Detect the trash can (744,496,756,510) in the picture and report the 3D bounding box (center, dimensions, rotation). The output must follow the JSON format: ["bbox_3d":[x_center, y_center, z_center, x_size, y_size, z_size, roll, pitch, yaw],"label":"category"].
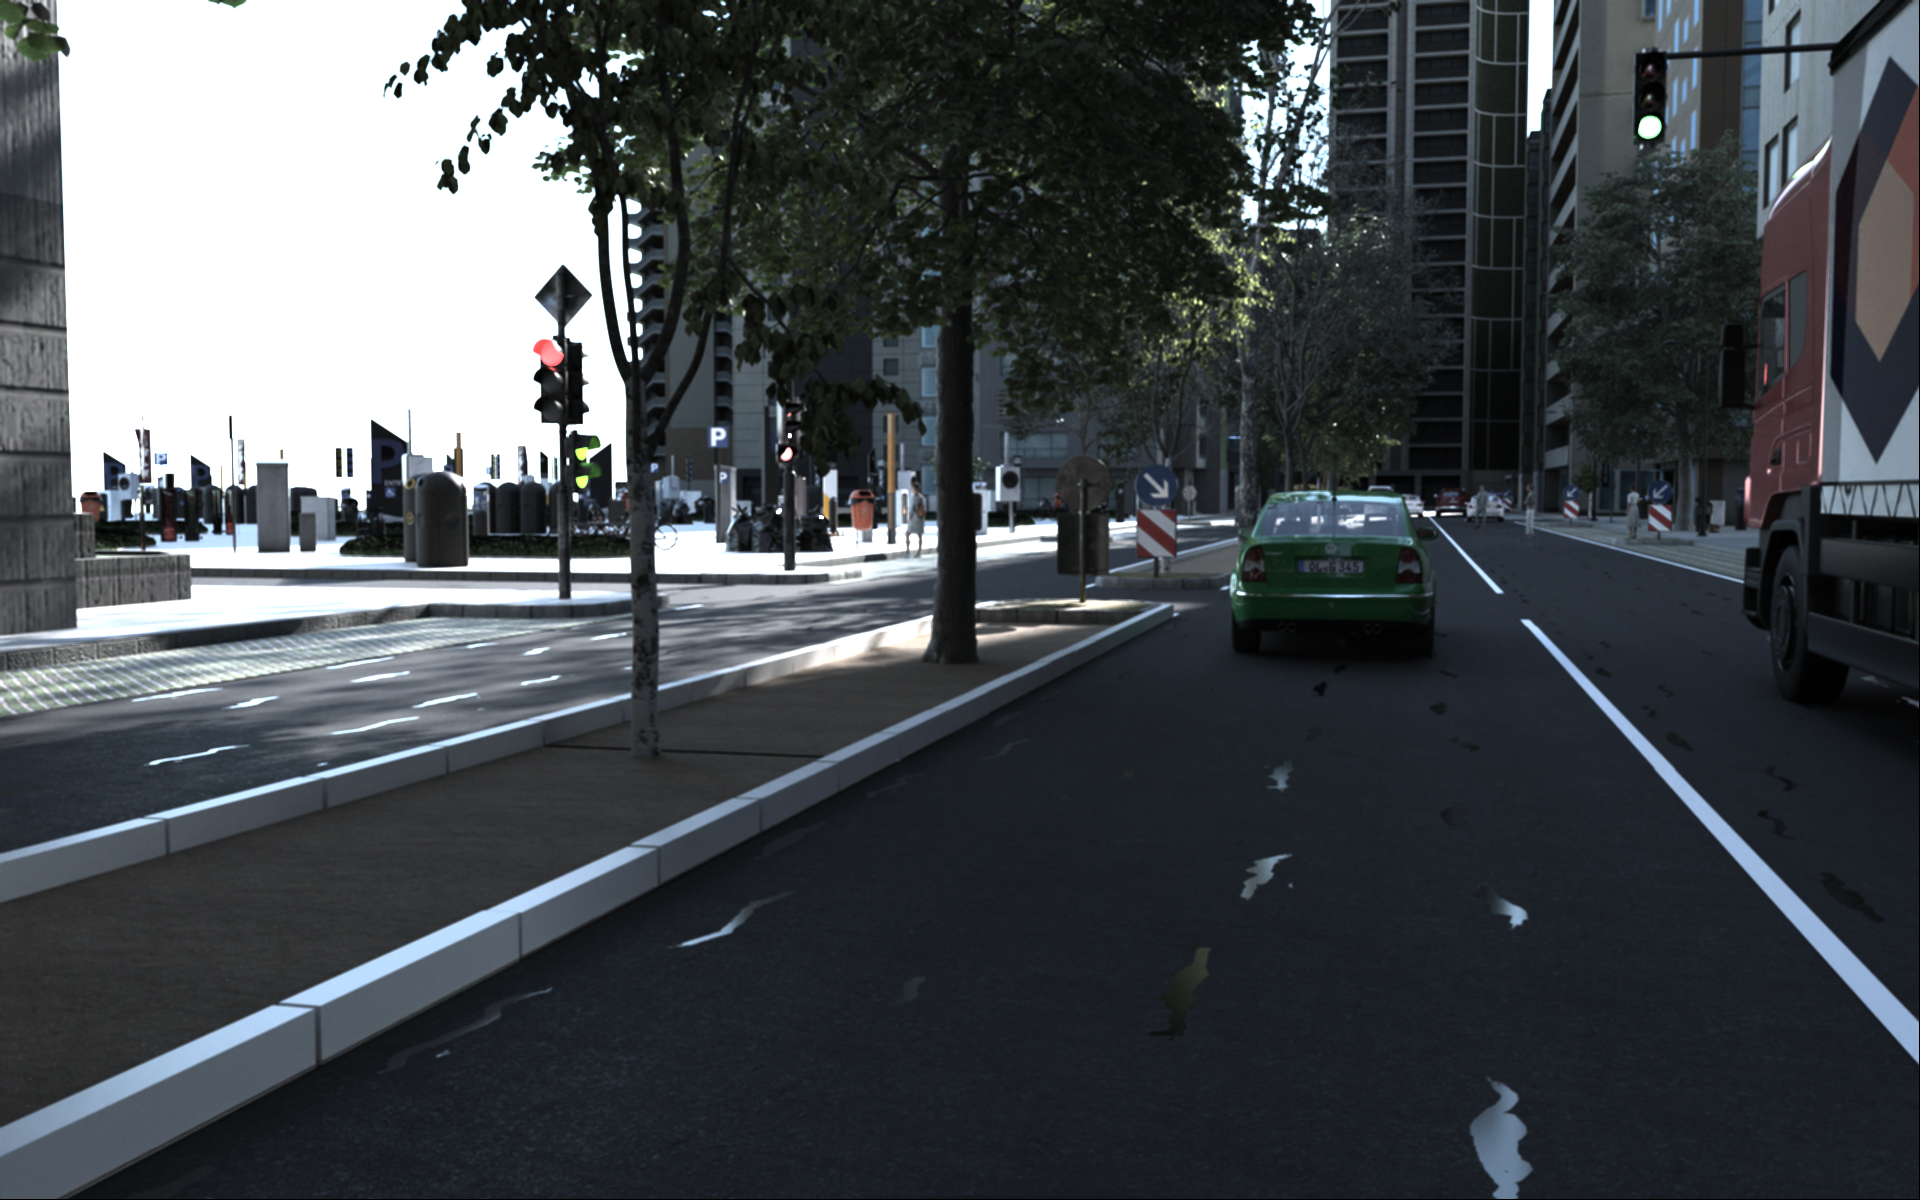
[{"bbox_3d":[-12.902,-5.805,106.560,0.748,1.137,0.748,0,3,0],"label":"trash can"}]

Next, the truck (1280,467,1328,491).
[{"bbox_3d":[24.127,-7.602,120.211,3.469,3.379,9.791,1,4,13],"label":"truck"}]

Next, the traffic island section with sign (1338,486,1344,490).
[{"bbox_3d":[21.979,-5.610,99.862,2.006,1.907,1.989,1,4,14],"label":"traffic island section with sign"}]

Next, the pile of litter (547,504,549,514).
[{"bbox_3d":[-20.813,-4.505,87.620,1.719,0.858,1.176,2,4,30],"label":"pile of litter"}]

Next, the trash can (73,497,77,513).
[{"bbox_3d":[-50.637,-5.319,98.616,0.748,1.137,0.748,0,3,0],"label":"trash can"}]

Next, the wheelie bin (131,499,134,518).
[{"bbox_3d":[-44.451,-5.147,92.063,0.693,1.594,0.980,2,4,24],"label":"wheelie bin"}]

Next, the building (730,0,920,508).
[{"bbox_3d":[-9.665,-45.025,174.410,20.611,71.187,20.563,1,4,14],"label":"building"}]

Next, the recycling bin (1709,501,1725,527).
[{"bbox_3d":[29.247,-3.349,67.307,0.722,1.027,0.722,1,4,8],"label":"recycling bin"}]

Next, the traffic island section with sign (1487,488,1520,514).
[{"bbox_3d":[38.792,-7.018,123.367,1.989,1.847,2.006,1,4,14],"label":"traffic island section with sign"}]

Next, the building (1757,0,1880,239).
[{"bbox_3d":[32.235,-27.134,32.878,27.495,52.752,28.713,1,4,14],"label":"building"}]

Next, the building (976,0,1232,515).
[{"bbox_3d":[9.471,-26.091,110.178,14.154,41.232,14.086,1,4,14],"label":"building"}]

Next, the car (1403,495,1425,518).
[{"bbox_3d":[27.222,-5.688,105.358,2.083,1.381,4.827,1,4,14],"label":"car"}]

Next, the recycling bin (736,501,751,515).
[{"bbox_3d":[-8.489,-3.306,66.604,0.722,1.027,0.722,-2,4,-30],"label":"recycling bin"}]

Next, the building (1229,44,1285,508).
[{"bbox_3d":[15.494,-52.309,167.929,31.000,86.520,22.319,1,4,14],"label":"building"}]

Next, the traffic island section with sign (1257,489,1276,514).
[{"bbox_3d":[22.949,-7.268,127.461,1.989,1.847,2.006,1,4,14],"label":"traffic island section with sign"}]

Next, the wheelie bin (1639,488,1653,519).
[{"bbox_3d":[35.145,-4.953,88.887,0.693,1.594,0.980,-1,4,-11],"label":"wheelie bin"}]

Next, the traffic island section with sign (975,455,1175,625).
[{"bbox_3d":[1.302,-0.722,19.938,2.006,1.907,1.989,1,4,14],"label":"traffic island section with sign"}]

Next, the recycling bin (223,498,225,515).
[{"bbox_3d":[-44.723,-5.705,105.827,0.722,1.027,0.722,3,5,42],"label":"recycling bin"}]

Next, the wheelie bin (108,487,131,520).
[{"bbox_3d":[-39.355,-4.444,80.570,0.693,1.594,0.980,2,4,28],"label":"wheelie bin"}]

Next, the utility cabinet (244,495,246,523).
[{"bbox_3d":[-31.821,-4.035,77.141,0.306,1.237,1.020,3,5,42],"label":"utility cabinet"}]

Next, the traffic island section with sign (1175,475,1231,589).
[{"bbox_3d":[3.166,-1.160,27.107,2.006,1.907,1.989,1,4,14],"label":"traffic island section with sign"}]

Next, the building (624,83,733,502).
[{"bbox_3d":[-25.703,-32.574,182.689,14.200,45.320,14.600,1,4,14],"label":"building"}]

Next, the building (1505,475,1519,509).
[{"bbox_3d":[66.089,-28.300,154.579,32.217,40.220,23.993,1,4,14],"label":"building"}]

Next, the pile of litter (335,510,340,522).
[{"bbox_3d":[-23.050,-3.068,64.132,1.176,0.858,1.719,0,4,6],"label":"pile of litter"}]

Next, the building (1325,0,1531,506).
[{"bbox_3d":[50.943,-45.900,188.720,20.611,71.187,20.563,1,4,14],"label":"building"}]

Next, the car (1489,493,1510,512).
[{"bbox_3d":[39.761,-7.258,128.259,1.945,1.707,3.694,1,4,14],"label":"car"}]

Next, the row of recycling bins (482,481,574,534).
[{"bbox_3d":[-14.154,-2.995,56.087,3.534,1.692,1.069,1,4,14],"label":"row of recycling bins"}]

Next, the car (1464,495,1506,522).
[{"bbox_3d":[27.378,-4.767,90.299,2.083,1.381,4.827,1,4,16],"label":"car"}]

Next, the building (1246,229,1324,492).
[{"bbox_3d":[32.907,-25.652,191.106,14.107,30.474,14.160,1,4,14],"label":"building"}]

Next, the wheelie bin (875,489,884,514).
[{"bbox_3d":[-4.809,-5.563,98.865,0.980,1.594,0.693,0,4,-5],"label":"wheelie bin"}]

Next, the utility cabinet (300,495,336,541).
[{"bbox_3d":[-17.793,-2.255,48.037,1.020,1.237,0.306,2,4,26],"label":"utility cabinet"}]

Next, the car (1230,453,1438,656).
[{"bbox_3d":[3.660,-0.493,16.854,1.959,1.807,4.718,1,4,13],"label":"car"}]

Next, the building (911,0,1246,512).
[{"bbox_3d":[9.924,-31.397,132.957,23.786,49.044,30.456,1,4,14],"label":"building"}]

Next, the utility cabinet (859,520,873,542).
[{"bbox_3d":[-2.532,-2.153,46.365,0.306,1.237,1.020,-1,4,-9],"label":"utility cabinet"}]

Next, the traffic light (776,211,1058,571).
[{"bbox_3d":[-0.785,-3.285,28.382,4.771,5.953,1.251,1,4,14],"label":"traffic light"}]

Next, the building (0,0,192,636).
[{"bbox_3d":[-23.126,-28.865,13.942,28.212,58.520,21.231,1,4,14],"label":"building"}]

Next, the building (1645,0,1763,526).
[{"bbox_3d":[37.763,-25.884,73.315,14.600,45.320,14.200,1,4,14],"label":"building"}]

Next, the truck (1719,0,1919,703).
[{"bbox_3d":[6.042,-1.190,8.366,2.839,4.237,11.283,1,4,14],"label":"truck"}]

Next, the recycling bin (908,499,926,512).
[{"bbox_3d":[-2.246,-4.802,91.068,0.722,1.027,0.722,2,4,27],"label":"recycling bin"}]

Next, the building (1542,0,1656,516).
[{"bbox_3d":[48.112,-29.493,105.919,21.300,48.544,21.600,1,4,14],"label":"building"}]

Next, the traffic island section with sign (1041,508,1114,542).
[{"bbox_3d":[3.625,-2.699,52.763,1.989,1.847,2.006,1,4,14],"label":"traffic island section with sign"}]

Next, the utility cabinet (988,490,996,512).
[{"bbox_3d":[1.783,-5.373,96.532,0.318,1.500,1.173,0,4,-7],"label":"utility cabinet"}]

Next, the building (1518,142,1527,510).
[{"bbox_3d":[52.258,-22.453,138.803,14.160,30.474,14.107,1,4,14],"label":"building"}]

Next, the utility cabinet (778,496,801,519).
[{"bbox_3d":[-5.806,-2.853,57.801,1.020,1.237,0.306,1,4,20],"label":"utility cabinet"}]

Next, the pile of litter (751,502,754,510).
[{"bbox_3d":[-12.637,-5.469,103.385,1.719,0.858,1.176,2,4,34],"label":"pile of litter"}]

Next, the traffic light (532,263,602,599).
[{"bbox_3d":[-4.833,-1.971,21.141,0.839,4.253,0.868,1,4,14],"label":"traffic light"}]

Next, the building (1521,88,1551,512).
[{"bbox_3d":[48.807,-21.603,124.904,14.160,30.474,14.107,1,4,14],"label":"building"}]

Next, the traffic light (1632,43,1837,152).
[{"bbox_3d":[9.207,-2.613,17.394,4.771,5.953,1.251,1,4,14],"label":"traffic light"}]

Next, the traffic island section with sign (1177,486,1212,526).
[{"bbox_3d":[10.555,-4.337,79.540,1.989,1.847,2.006,1,4,14],"label":"traffic island section with sign"}]

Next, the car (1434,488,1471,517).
[{"bbox_3d":[30.981,-6.132,108.935,2.281,1.827,5.304,1,4,15],"label":"car"}]

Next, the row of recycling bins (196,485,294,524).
[{"bbox_3d":[-30.904,-4.150,74.963,3.534,1.692,1.069,-1,4,-10],"label":"row of recycling bins"}]

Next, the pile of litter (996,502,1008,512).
[{"bbox_3d":[2.626,-5.152,98.200,1.719,0.858,1.176,0,4,4],"label":"pile of litter"}]

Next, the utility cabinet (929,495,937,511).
[{"bbox_3d":[-1.138,-4.920,91.598,1.020,1.237,0.306,0,4,-1],"label":"utility cabinet"}]

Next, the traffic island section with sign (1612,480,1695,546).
[{"bbox_3d":[19.538,-2.463,48.900,1.989,1.847,2.006,1,4,14],"label":"traffic island section with sign"}]

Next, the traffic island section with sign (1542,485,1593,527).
[{"bbox_3d":[26.293,-4.059,74.998,1.989,1.847,2.006,1,4,14],"label":"traffic island section with sign"}]
